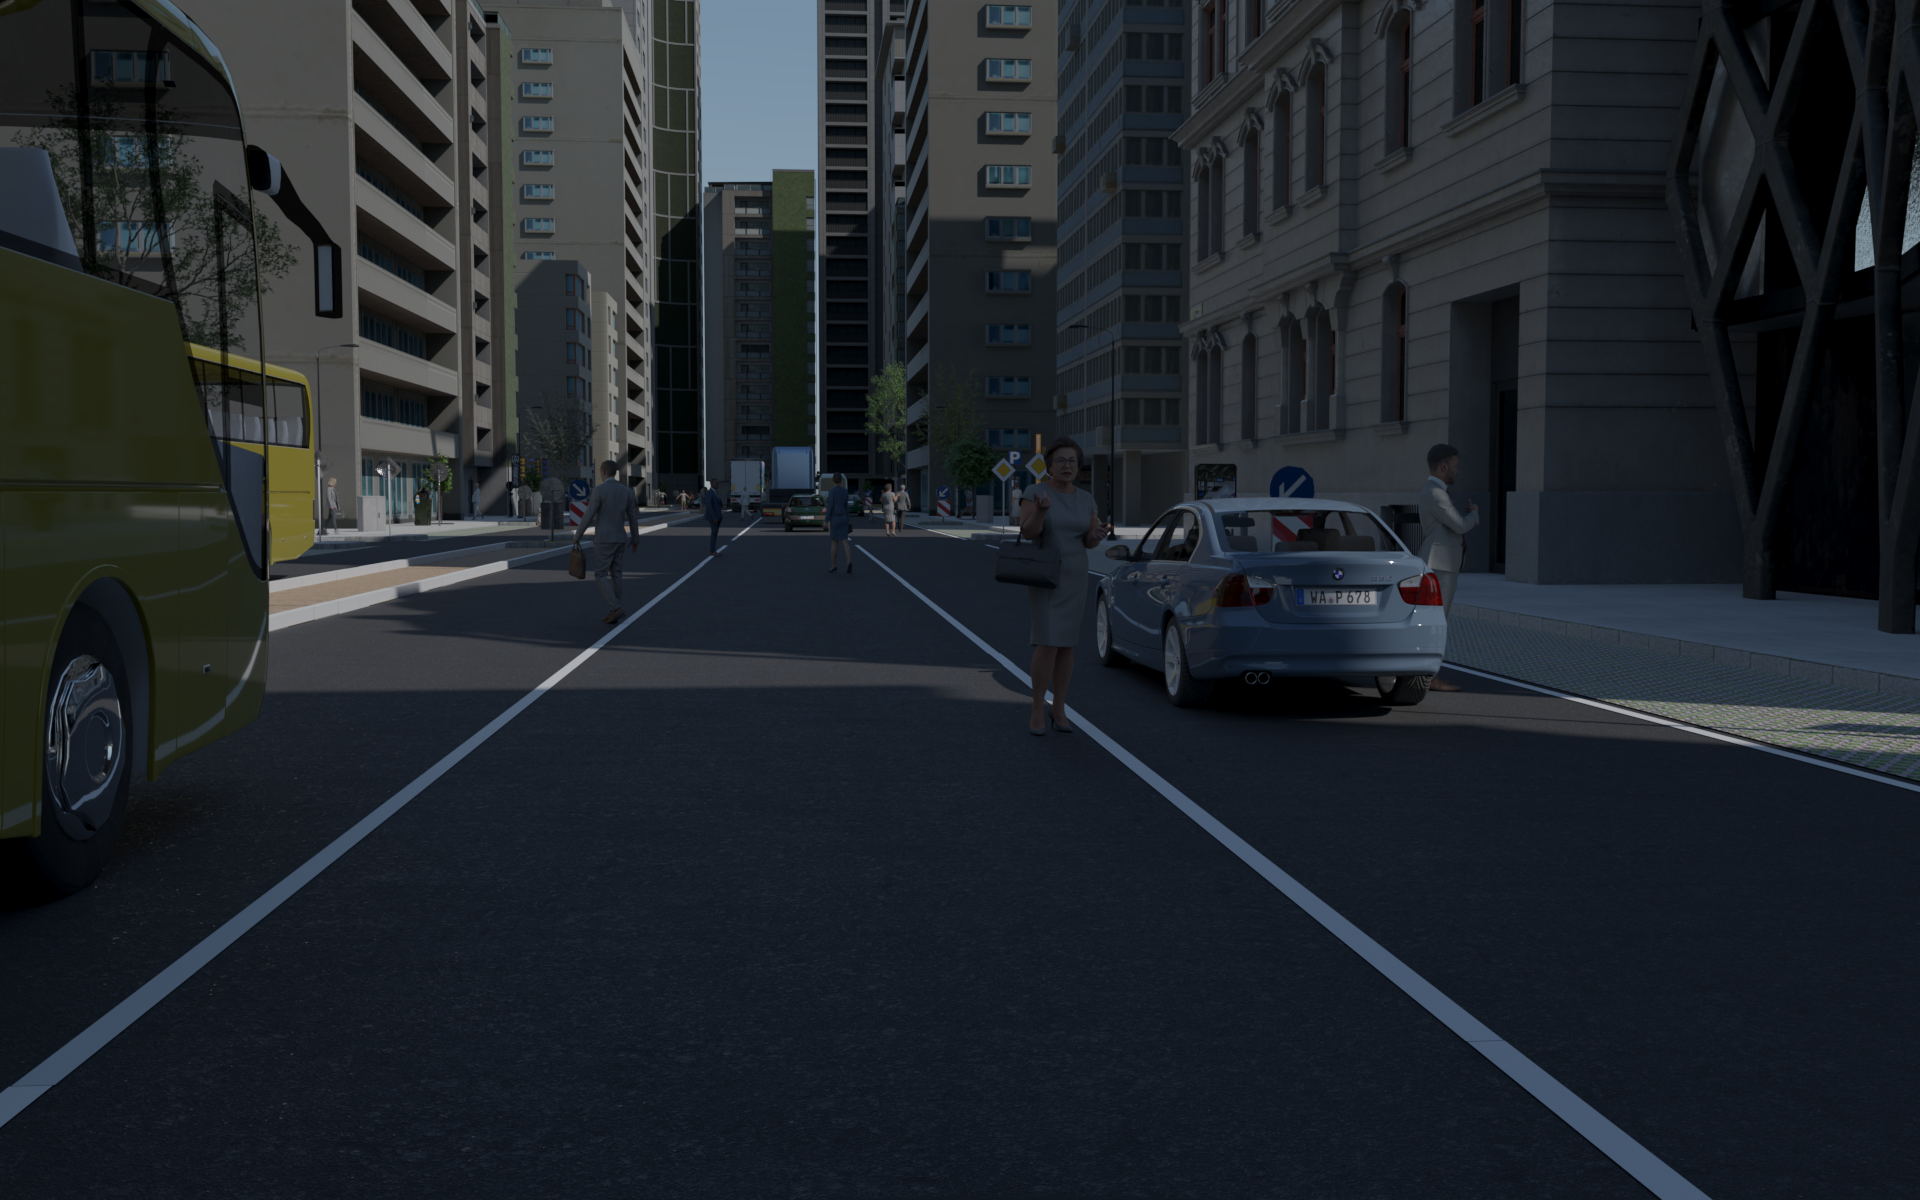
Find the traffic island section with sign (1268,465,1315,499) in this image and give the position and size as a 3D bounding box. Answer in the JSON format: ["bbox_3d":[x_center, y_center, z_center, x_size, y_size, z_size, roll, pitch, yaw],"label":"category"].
[{"bbox_3d":[4.432,-0.990,24.816,1.989,1.847,2.006,0,4,-6],"label":"traffic island section with sign"}]

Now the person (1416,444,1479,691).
[{"bbox_3d":[3.579,-0.246,12.708,0.466,1.800,0.511,0,4,-3],"label":"person"}]

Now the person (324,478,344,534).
[{"bbox_3d":[-20.145,-3.019,55.580,0.728,1.800,0.709,0,4,1],"label":"person"}]

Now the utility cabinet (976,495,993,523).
[{"bbox_3d":[1.102,-4.001,76.575,0.306,1.237,1.020,-2,4,-30],"label":"utility cabinet"}]

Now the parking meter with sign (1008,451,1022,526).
[{"bbox_3d":[2.241,-4.560,70.825,0.543,3.016,1.738,0,4,2],"label":"parking meter with sign"}]

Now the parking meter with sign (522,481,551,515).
[{"bbox_3d":[-25.953,-6.711,105.984,1.738,3.016,0.543,0,4,-4],"label":"parking meter with sign"}]

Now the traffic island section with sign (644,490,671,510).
[{"bbox_3d":[-27.239,-8.968,155.260,1.989,1.847,2.006,0,4,-6],"label":"traffic island section with sign"}]

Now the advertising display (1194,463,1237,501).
[{"bbox_3d":[5.401,-1.922,36.636,0.974,1.923,0.123,-1,4,-23],"label":"advertising display"}]

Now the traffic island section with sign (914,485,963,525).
[{"bbox_3d":[-0.935,-4.368,80.046,1.989,1.847,2.006,0,4,-6],"label":"traffic island section with sign"}]

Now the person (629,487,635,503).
[{"bbox_3d":[-16.184,-4.674,85.098,0.473,1.802,0.592,0,4,-7],"label":"person"}]

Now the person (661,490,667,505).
[{"bbox_3d":[-33.531,-11.505,194.930,1.217,1.735,0.721,-2,4,-34],"label":"person"}]

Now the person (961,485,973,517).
[{"bbox_3d":[0.451,-5.626,98.115,0.778,1.811,0.616,0,4,2],"label":"person"}]

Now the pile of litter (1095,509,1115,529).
[{"bbox_3d":[5.049,-3.064,64.057,1.176,0.858,1.719,-1,4,-17],"label":"pile of litter"}]

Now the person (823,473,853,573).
[{"bbox_3d":[-2.198,-1.401,31.429,0.581,1.822,0.654,-2,4,-26],"label":"person"}]

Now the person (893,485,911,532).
[{"bbox_3d":[-2.202,-3.473,65.674,0.661,1.777,0.834,0,4,7],"label":"person"}]

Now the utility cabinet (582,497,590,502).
[{"bbox_3d":[-25.931,-6.840,120.506,0.318,1.500,1.173,0,4,6],"label":"utility cabinet"}]

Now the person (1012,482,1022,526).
[{"bbox_3d":[2.232,-3.818,69.032,0.480,1.755,0.524,-2,4,-34],"label":"person"}]

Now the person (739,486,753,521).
[{"bbox_3d":[-11.432,-5.147,92.527,0.818,1.842,0.514,1,4,18],"label":"person"}]

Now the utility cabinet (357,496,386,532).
[{"bbox_3d":[-20.127,-2.943,59.272,0.306,1.237,1.020,2,4,28],"label":"utility cabinet"}]

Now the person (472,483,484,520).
[{"bbox_3d":[-23.930,-4.894,85.937,0.514,1.842,0.818,3,5,42],"label":"person"}]

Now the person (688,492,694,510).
[{"bbox_3d":[-24.476,-9.015,157.369,0.593,1.643,0.415,-1,4,-12],"label":"person"}]

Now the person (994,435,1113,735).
[{"bbox_3d":[0.550,-0.090,10.326,0.716,1.782,0.532,-2,4,-24],"label":"person"}]

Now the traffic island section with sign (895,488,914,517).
[{"bbox_3d":[-3.541,-6.009,106.876,1.989,1.847,2.006,0,4,-6],"label":"traffic island section with sign"}]

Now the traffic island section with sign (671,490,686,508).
[{"bbox_3d":[-29.870,-10.633,182.480,1.989,1.847,2.006,0,4,-6],"label":"traffic island section with sign"}]

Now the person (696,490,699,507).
[{"bbox_3d":[-28.805,-11.094,189.868,1.348,1.826,0.705,3,5,40],"label":"person"}]

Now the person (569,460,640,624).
[{"bbox_3d":[-3.940,-0.657,19.355,0.853,1.813,0.709,3,5,40],"label":"person"}]

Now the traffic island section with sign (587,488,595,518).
[{"bbox_3d":[-22.423,-5.934,105.654,1.989,1.847,2.006,0,4,-6],"label":"traffic island section with sign"}]

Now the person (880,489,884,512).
[{"bbox_3d":[-6.106,-7.856,136.927,0.705,1.826,1.348,-1,4,-15],"label":"person"}]

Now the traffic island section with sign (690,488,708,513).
[{"bbox_3d":[-19.026,-7.376,128.734,2.006,1.907,1.989,0,4,-6],"label":"traffic island section with sign"}]

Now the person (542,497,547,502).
[{"bbox_3d":[-29.072,-6.990,120.574,0.529,1.795,0.600,3,4,36],"label":"person"}]

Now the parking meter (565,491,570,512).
[{"bbox_3d":[-28.556,-7.195,126.049,0.372,1.533,0.369,0,3,0],"label":"parking meter"}]

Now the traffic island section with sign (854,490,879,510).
[{"bbox_3d":[-8.414,-9.079,157.063,1.989,1.847,2.006,0,4,-6],"label":"traffic island section with sign"}]

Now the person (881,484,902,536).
[{"bbox_3d":[-2.289,-3.043,58.612,0.716,1.782,0.532,1,4,19],"label":"person"}]

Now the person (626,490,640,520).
[{"bbox_3d":[-17.994,-5.270,95.149,0.782,1.767,0.515,-1,4,-19],"label":"person"}]

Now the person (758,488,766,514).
[{"bbox_3d":[-14.318,-7.181,125.750,0.795,1.843,0.661,0,4,-2],"label":"person"}]

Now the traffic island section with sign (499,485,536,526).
[{"bbox_3d":[-19.817,-4.293,78.825,1.989,1.847,2.006,0,4,-6],"label":"traffic island section with sign"}]

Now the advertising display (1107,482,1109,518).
[{"bbox_3d":[7.457,-5.326,92.287,0.974,1.923,0.123,1,4,9],"label":"advertising display"}]

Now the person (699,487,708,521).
[{"bbox_3d":[-13.494,-5.106,91.972,0.713,1.824,0.794,1,4,13],"label":"person"}]

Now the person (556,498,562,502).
[{"bbox_3d":[-22.099,-5.062,95.537,0.475,1.303,0.640,-3,4,-36],"label":"person"}]

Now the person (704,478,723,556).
[{"bbox_3d":[-5.712,-1.926,40.167,0.419,1.800,0.721,0,4,1],"label":"person"}]

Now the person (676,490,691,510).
[{"bbox_3d":[-24.859,-8.999,155.628,1.348,1.824,0.705,-1,4,-22],"label":"person"}]

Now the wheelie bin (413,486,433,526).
[{"bbox_3d":[-21.764,-3.813,70.257,0.693,1.594,0.980,0,4,-1],"label":"wheelie bin"}]

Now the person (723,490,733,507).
[{"bbox_3d":[-25.160,-10.999,188.322,1.348,1.826,0.705,-3,4,-36],"label":"person"}]

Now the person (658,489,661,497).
[{"bbox_3d":[-33.420,-11.368,191.985,0.705,1.814,1.350,1,4,18],"label":"person"}]

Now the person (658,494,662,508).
[{"bbox_3d":[-28.914,-9.474,166.623,0.599,1.433,0.991,-2,4,-32],"label":"person"}]

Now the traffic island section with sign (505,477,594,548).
[{"bbox_3d":[-11.057,-2.351,46.572,2.006,1.907,1.989,0,4,-6],"label":"traffic island section with sign"}]

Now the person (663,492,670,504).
[{"bbox_3d":[-35.741,-12.302,209.600,1.348,1.831,0.705,-1,4,-14],"label":"person"}]
